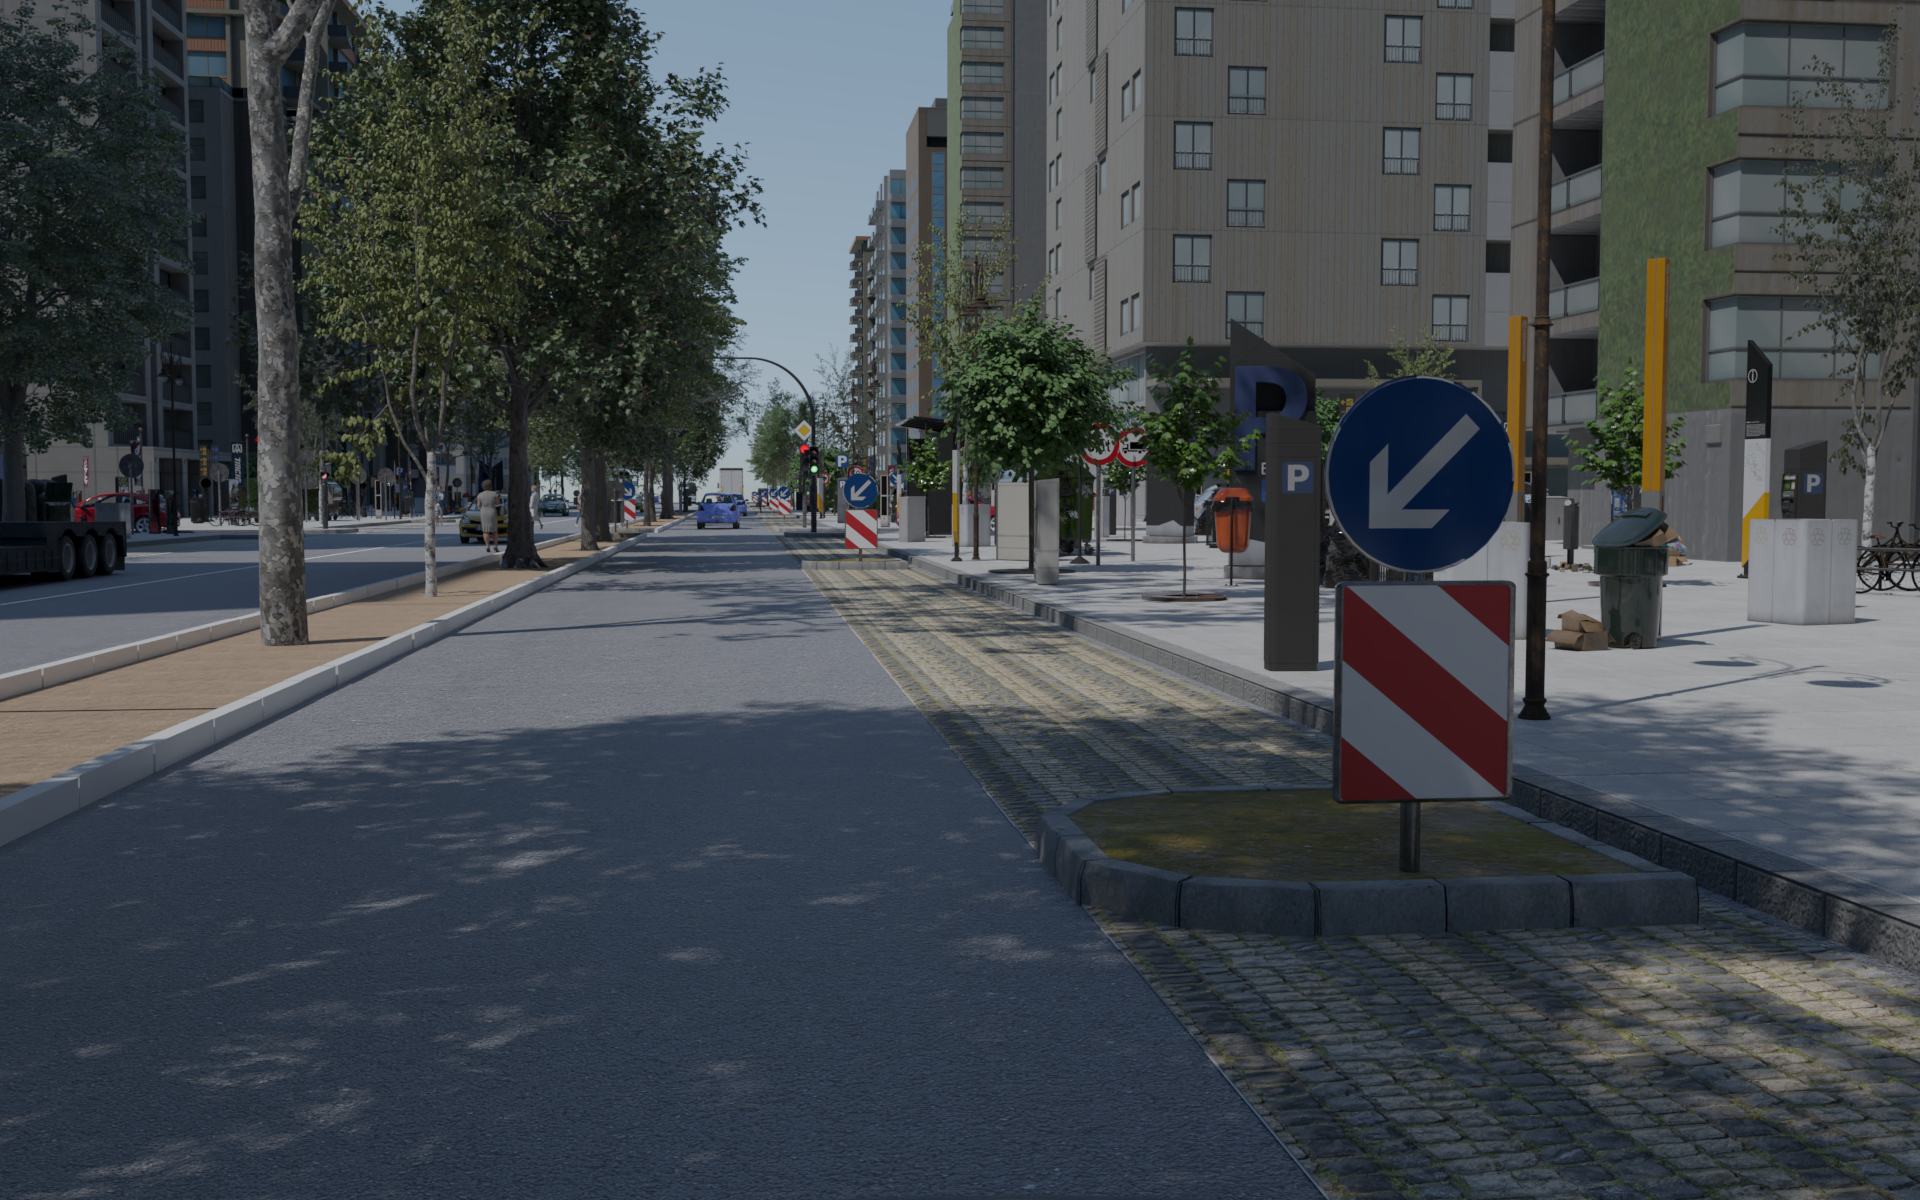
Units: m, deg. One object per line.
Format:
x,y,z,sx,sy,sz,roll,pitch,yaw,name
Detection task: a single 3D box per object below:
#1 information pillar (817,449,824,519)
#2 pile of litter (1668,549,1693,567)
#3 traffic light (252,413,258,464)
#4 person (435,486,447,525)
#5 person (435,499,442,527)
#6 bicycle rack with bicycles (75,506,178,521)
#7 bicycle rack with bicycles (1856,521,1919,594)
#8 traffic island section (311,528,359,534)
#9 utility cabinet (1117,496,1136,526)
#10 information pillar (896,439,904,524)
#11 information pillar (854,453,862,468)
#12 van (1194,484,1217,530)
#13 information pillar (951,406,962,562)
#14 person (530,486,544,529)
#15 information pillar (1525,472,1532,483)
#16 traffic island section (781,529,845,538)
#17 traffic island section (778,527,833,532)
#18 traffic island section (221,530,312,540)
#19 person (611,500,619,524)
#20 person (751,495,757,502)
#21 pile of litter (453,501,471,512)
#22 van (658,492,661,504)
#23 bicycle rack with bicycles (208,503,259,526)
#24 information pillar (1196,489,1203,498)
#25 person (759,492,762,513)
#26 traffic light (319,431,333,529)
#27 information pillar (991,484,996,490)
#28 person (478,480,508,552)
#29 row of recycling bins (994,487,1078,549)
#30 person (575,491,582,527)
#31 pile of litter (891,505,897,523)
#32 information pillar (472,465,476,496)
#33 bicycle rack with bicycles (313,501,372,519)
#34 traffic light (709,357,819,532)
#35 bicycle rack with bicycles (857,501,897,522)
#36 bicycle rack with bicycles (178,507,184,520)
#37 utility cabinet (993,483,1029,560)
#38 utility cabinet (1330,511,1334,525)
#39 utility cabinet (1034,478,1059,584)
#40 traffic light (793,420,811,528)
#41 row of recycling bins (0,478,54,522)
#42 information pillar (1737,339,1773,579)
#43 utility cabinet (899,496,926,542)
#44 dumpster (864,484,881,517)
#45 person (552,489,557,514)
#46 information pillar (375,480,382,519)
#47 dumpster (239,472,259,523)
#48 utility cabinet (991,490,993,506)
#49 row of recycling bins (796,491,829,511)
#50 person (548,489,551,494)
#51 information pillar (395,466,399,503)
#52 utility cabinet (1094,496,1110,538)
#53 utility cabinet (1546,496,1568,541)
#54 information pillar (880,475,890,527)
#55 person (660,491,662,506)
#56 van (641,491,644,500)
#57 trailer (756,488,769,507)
-7.248,-6.023,89.832,0.183,3.616,0.504,1,4,21,information pillar
12.498,-1.044,31.040,1.719,0.858,1.176,-1,4,-22,pile of litter
-22.282,-4.078,55.595,0.839,4.253,0.868,0,4,-7,traffic light
-23.877,-4.344,79.551,0.581,1.822,0.654,-1,4,-17,person
-23.046,-3.844,76.358,0.505,1.210,0.382,1,4,12,person
-36.137,-3.757,74.811,2.852,0.926,2.925,2,4,26,bicycle rack with bicycles
12.266,-0.544,22.275,2.852,0.926,2.925,-3,4,-38,bicycle rack with bicycles
-23.334,-2.530,63.646,2.009,0.180,2.903,0,4,-7,traffic island section
6.677,-3.567,69.479,0.306,1.237,1.020,-2,4,-27,utility cabinet
-2.596,-5.038,73.733,0.183,3.616,0.504,-1,4,-14,information pillar
-5.403,-6.089,90.914,0.504,3.616,0.183,2,4,26,information pillar
9.543,-3.465,63.670,4.112,2.044,2.013,0,4,-6,van
-0.072,-2.539,32.875,0.183,3.616,0.504,0,4,6,information pillar
-17.251,-3.759,70.315,0.624,1.780,0.694,2,4,25,person
18.558,-3.207,56.920,0.304,2.012,0.304,-1,4,-16,information pillar
-4.872,-2.181,57.938,2.009,0.180,2.903,0,4,-7,traffic island section
-5.883,-2.665,65.859,2.009,0.180,2.903,0,4,-7,traffic island section
-22.323,-2.045,55.724,2.009,0.180,2.903,0,4,-7,traffic island section
-16.205,-4.419,81.430,0.731,1.740,0.598,2,4,24,person
-34.172,-17.082,287.744,1.348,1.831,0.705,2,4,31,person
-35.981,-6.763,124.540,1.719,0.858,1.176,0,4,-2,pile of litter
-42.698,-14.899,250.617,2.013,2.044,4.112,0,4,-8,van
-28.523,-3.449,69.766,2.925,0.926,2.852,-1,4,-13,bicycle rack with bicycles
11.281,-4.715,81.580,0.304,2.012,0.304,1,4,23,information pillar
-14.580,-7.101,126.412,0.330,1.601,0.589,0,4,2,person
-21.229,-5.452,63.814,4.771,5.953,1.251,0,4,-7,traffic light
2.383,-7.077,120.205,0.304,2.012,0.304,2,4,31,information pillar
-11.498,-2.067,42.656,0.716,1.782,0.532,0,4,-8,person
1.817,-2.149,42.244,1.069,1.692,3.534,-2,4,-24,row of recycling bins
-16.499,-4.067,75.592,0.643,1.750,0.593,3,5,42,person
-2.449,-3.874,77.298,1.176,0.858,1.719,3,4,36,pile of litter
-38.647,-8.944,137.589,0.183,3.616,0.504,1,4,12,information pillar
-32.361,-4.771,91.384,2.925,0.926,2.852,3,5,41,bicycle rack with bicycles
-6.977,-5.061,57.414,4.771,5.953,1.251,0,4,-7,traffic light
-3.726,-4.073,79.977,2.852,0.926,2.925,0,4,-2,bicycle rack with bicycles
-39.945,-4.421,85.664,2.925,0.926,2.852,-2,4,-35,bicycle rack with bicycles
1.250,-1.502,33.230,1.173,1.500,0.318,3,5,39,utility cabinet
9.296,-1.880,41.893,0.306,1.237,1.020,3,5,40,utility cabinet
1.226,-0.988,24.835,0.318,1.500,1.173,0,4,0,utility cabinet
-5.924,-4.698,65.740,0.839,4.253,0.868,0,4,-7,traffic light
-25.288,-2.430,46.840,1.069,1.692,3.534,0,4,-4,row of recycling bins
11.996,-2.124,26.083,0.183,3.616,0.504,-1,4,-13,information pillar
-1.284,-2.154,46.380,0.306,1.237,1.020,2,4,26,utility cabinet
-5.040,-5.670,95.202,1.502,2.255,1.985,0,4,-7,dumpster
-29.609,-7.229,126.925,0.641,1.798,0.478,-1,4,-16,person
-30.338,-5.253,90.376,0.304,2.012,0.304,-1,4,-13,information pillar
-31.574,-4.556,76.978,1.502,2.255,1.985,0,4,-7,dumpster
2.031,-4.976,90.033,0.318,1.500,1.173,2,4,32,utility cabinet
-11.547,-7.846,135.389,3.534,1.692,1.069,3,5,43,row of recycling bins
-30.752,-7.372,129.306,0.573,1.790,0.520,-2,4,-31,person
-44.443,-8.907,136.985,0.183,3.616,0.504,2,4,35,information pillar
4.198,-2.454,51.291,0.306,1.237,1.020,1,4,14,utility cabinet
16.334,-2.250,47.941,1.020,1.237,0.306,-2,4,-26,utility cabinet
-2.875,-3.802,66.651,0.304,2.012,0.304,1,4,14,information pillar
-36.095,-12.315,209.944,0.705,1.812,1.348,1,4,8,person
-41.867,-13.736,231.592,2.013,2.044,4.112,-1,4,-8,van
-19.202,-9.899,168.898,1.471,1.999,3.904,-1,4,-8,trailer
